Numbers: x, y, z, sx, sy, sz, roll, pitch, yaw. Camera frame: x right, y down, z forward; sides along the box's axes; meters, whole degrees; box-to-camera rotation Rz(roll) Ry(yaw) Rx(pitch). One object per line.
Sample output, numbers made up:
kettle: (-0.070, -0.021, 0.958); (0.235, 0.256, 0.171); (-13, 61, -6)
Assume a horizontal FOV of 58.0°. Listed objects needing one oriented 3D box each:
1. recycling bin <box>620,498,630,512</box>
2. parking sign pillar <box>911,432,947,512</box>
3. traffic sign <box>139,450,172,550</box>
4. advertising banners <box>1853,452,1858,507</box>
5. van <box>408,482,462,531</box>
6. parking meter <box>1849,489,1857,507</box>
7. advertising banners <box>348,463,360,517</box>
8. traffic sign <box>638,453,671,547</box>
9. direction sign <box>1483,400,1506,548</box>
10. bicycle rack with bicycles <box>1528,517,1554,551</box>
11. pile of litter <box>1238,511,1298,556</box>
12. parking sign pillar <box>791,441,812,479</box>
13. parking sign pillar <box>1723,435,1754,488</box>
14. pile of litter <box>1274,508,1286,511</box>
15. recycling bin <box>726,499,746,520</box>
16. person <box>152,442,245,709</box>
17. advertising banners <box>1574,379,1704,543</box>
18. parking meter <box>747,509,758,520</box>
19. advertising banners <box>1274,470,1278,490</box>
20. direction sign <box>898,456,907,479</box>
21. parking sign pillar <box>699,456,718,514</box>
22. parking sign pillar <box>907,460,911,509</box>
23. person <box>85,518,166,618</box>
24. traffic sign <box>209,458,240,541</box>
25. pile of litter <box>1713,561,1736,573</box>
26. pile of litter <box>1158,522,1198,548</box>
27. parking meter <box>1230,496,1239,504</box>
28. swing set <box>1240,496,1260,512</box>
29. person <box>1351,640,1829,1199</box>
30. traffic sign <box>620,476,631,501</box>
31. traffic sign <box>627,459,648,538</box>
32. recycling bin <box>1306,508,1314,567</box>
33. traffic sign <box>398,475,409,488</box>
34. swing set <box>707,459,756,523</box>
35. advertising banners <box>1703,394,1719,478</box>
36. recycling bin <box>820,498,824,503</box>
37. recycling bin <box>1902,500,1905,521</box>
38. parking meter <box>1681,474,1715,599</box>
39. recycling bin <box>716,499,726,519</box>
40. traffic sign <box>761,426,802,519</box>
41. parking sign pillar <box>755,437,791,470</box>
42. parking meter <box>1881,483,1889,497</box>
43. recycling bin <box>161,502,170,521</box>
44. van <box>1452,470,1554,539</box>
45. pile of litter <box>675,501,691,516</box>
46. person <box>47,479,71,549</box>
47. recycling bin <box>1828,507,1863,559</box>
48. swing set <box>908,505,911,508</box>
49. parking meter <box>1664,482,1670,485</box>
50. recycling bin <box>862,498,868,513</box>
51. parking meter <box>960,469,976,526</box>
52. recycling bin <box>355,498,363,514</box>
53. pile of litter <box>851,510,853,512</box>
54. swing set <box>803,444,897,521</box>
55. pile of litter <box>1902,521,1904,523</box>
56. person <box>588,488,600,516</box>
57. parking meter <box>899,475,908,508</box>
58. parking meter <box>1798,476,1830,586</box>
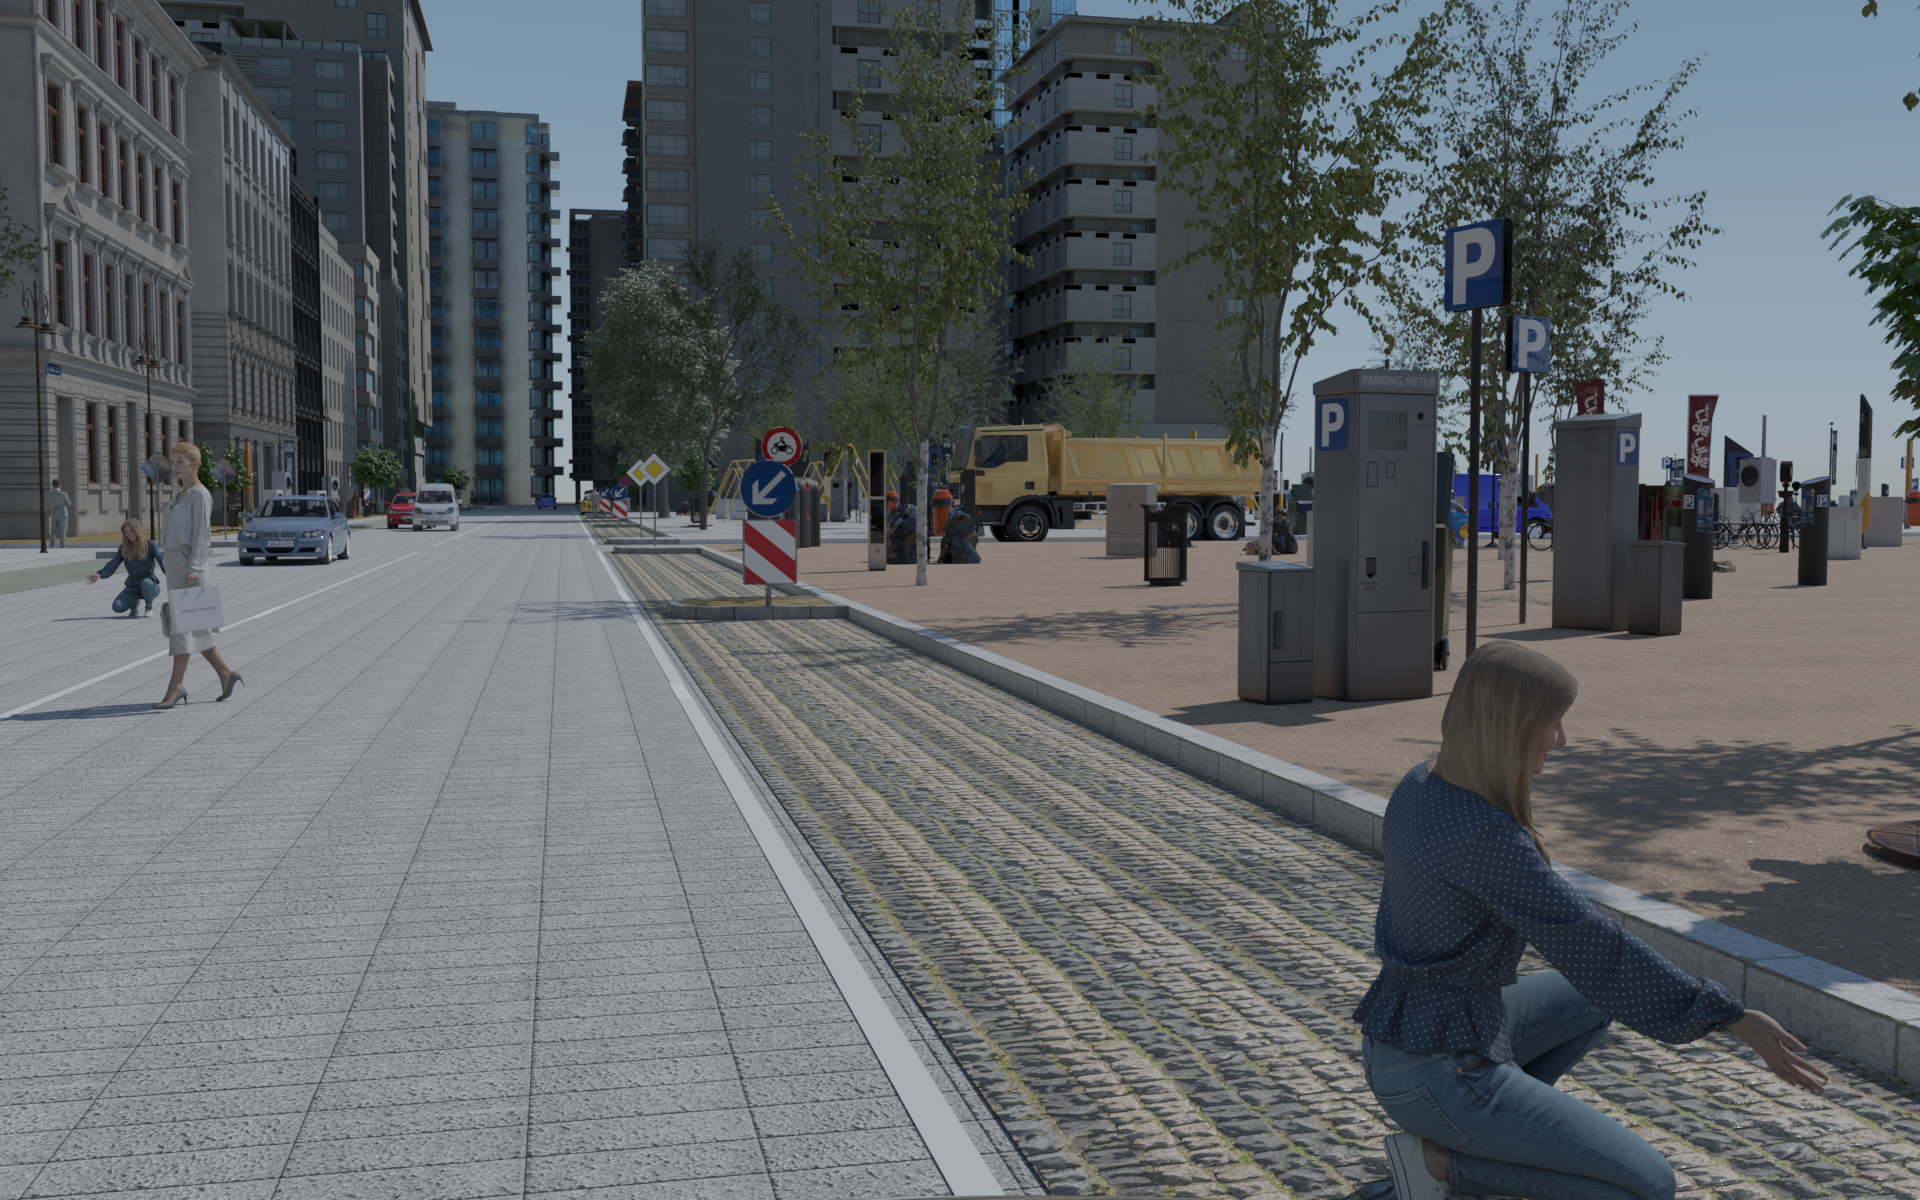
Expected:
recycling bin: (-23.664, -6.712, 122.297); (0.722, 1.027, 0.722); (-1, 4, -11)
parking sign pillar: (-1.026, -5.129, 72.337); (1.447, 3.967, 1.447); (-1, 4, -22)
traffic sign: (-18.427, -2.213, 39.826); (0.795, 2.450, 0.064); (-1, 4, -13)
advertising banners: (34.092, -4.267, 65.950); (0.090, 3.025, 2.074); (2, 4, 26)
van: (-20.543, -3.724, 67.898); (2.013, 2.044, 4.112); (-1, 4, -15)
parking meter: (46.502, -4.999, 90.138); (0.372, 1.533, 0.369); (0, 3, 0)
advertising banners: (-34.360, -6.236, 98.151); (0.090, 3.025, 2.074); (0, 4, -5)
traffic sign: (-7.460, -2.364, 42.302); (0.795, 2.450, 0.064); (-1, 4, -13)
direction sign: (12.803, -3.029, 41.529); (0.876, 3.537, 0.379); (-3, 5, -39)
bicycle rack with bicycles: (14.678, -1.573, 39.095); (2.925, 0.926, 2.852); (3, 5, 41)
pile of litter: (6.525, -1.400, 36.847); (1.719, 0.858, 1.176); (-3, 4, -36)
parking sign pillar: (-8.233, -6.109, 88.356); (1.447, 3.967, 1.447); (1, 4, 16)
parking sign pillar: (35.629, -5.547, 79.162); (1.447, 3.967, 1.447); (0, 4, 2)
pile of litter: (10.403, -2.570, 55.983); (1.719, 0.858, 1.176); (2, 4, 35)
recycling bin: (-10.886, -4.415, 84.744); (0.722, 1.027, 0.722); (-1, 4, -19)
person: (-5.174, -0.176, 11.735); (0.624, 1.780, 0.694); (-2, 4, -31)
advertising banners: (10.055, -1.816, 25.882); (0.090, 3.025, 2.074); (-2, 4, -35)
parking meter: (-6.822, -3.135, 56.973); (0.399, 1.863, 0.255); (-1, 4, -22)
advertising banners: (23.354, -7.933, 125.884); (0.090, 3.025, 2.074); (-1, 4, -21)
direction sign: (-3.425, -6.804, 103.238); (0.379, 3.537, 0.876); (3, 4, 37)
parking sign pillar: (-15.935, -7.432, 109.983); (1.447, 3.967, 1.447); (-3, 5, -41)
parking sign pillar: (-3.440, -7.989, 119.087); (1.447, 3.967, 1.447); (2, 4, 32)
person: (-9.489, -0.374, 20.111); (1.012, 1.151, 0.738); (0, 4, -5)
traffic sign: (-20.206, -2.689, 47.611); (0.795, 2.450, 0.064); (-1, 4, -13)
pile of litter: (12.363, -0.924, 29.077); (1.176, 0.858, 1.719); (1, 4, 12)
pile of litter: (4.837, -1.701, 41.778); (1.719, 0.858, 1.176); (2, 4, 24)
parking meter: (12.056, -4.140, 76.100); (0.372, 1.533, 0.369); (0, 3, 0)
swing set: (13.646, -5.257, 83.568); (2.862, 2.851, 3.119); (0, 4, -3)
person: (1.150, 0.643, 3.485); (0.738, 1.151, 1.012); (0, 4, 3)
traffic sign: (-23.466, -7.421, 121.447); (0.768, 2.556, 0.104); (0, 4, -7)
traffic sign: (-9.239, -2.841, 50.087); (0.795, 2.450, 0.064); (-1, 4, -13)
recycling bin: (5.636, -0.809, 25.787); (0.722, 1.027, 0.722); (3, 5, 39)
traffic sign: (-38.666, -7.353, 120.222); (0.884, 2.594, 0.081); (0, 4, -8)
swing set: (-9.944, -4.989, 79.194); (2.862, 2.851, 3.119); (-2, 4, -24)
advertising banners: (12.262, -2.099, 30.500); (2.074, 3.025, 0.090); (0, 4, 4)
recycling bin: (-8.648, -5.804, 107.447); (0.722, 1.027, 0.722); (-1, 4, -10)
recycling bin: (42.636, -3.975, 77.553); (0.722, 1.027, 0.722); (-1, 4, -13)
parking meter: (9.043, -0.784, 21.236); (0.372, 1.533, 0.369); (0, 3, 0)
recycling bin: (-11.968, -4.633, 88.307); (0.722, 1.027, 0.722); (2, 4, 31)
traffic sign: (-3.363, -1.997, 32.753); (0.768, 2.556, 0.104); (0, 4, -5)
parking sign pillar: (-8.995, -5.714, 81.890); (1.447, 3.967, 1.447); (-1, 4, -18)
parking meter: (50.986, -5.491, 95.489); (0.399, 1.863, 0.255); (-2, 4, -33)
recycling bin: (-24.994, -2.620, 55.390); (0.722, 1.027, 0.722); (1, 4, 16)
van: (14.945, -2.867, 51.266); (5.245, 2.365, 2.240); (-1, 4, -13)
pile of litter: (-16.224, -5.467, 103.353); (1.719, 0.858, 1.176); (-2, 4, -26)
person: (-21.903, -2.047, 42.157); (0.511, 1.800, 0.466); (-1, 4, -8)
recycling bin: (17.334, -1.330, 34.295); (0.722, 1.027, 0.722); (0, 4, 1)
swing set: (-3.980, -5.795, 92.362); (2.862, 2.851, 3.119); (-1, 4, -10)
parking meter: (34.541, -4.818, 84.485); (0.255, 1.863, 0.399); (-2, 4, -28)
recycling bin: (-6.319, -6.517, 119.106); (0.722, 1.027, 0.722); (-2, 4, -28)
parking meter: (0.179, -2.144, 40.762); (0.255, 1.863, 0.399); (-2, 4, -25)
recycling bin: (-37.805, -5.905, 109.105); (0.722, 1.027, 0.722); (-3, 4, -36)
pile of litter: (-8.236, -6.769, 124.633); (1.176, 0.858, 1.719); (1, 4, 21)
swing set: (-3.700, -3.552, 55.690); (2.862, 2.851, 3.119); (-1, 4, -9)
pile of litter: (41.952, -3.777, 75.713); (1.176, 0.858, 1.719); (-1, 4, -12)
person: (-22.889, -6.104, 108.422); (0.709, 1.813, 0.853); (-3, 5, -40)
parking meter: (-1.763, -2.966, 54.207); (0.255, 1.863, 0.399); (0, 4, -5)
parking meter: (11.994, -0.974, 24.329); (0.372, 1.533, 0.369); (0, 3, 0)
